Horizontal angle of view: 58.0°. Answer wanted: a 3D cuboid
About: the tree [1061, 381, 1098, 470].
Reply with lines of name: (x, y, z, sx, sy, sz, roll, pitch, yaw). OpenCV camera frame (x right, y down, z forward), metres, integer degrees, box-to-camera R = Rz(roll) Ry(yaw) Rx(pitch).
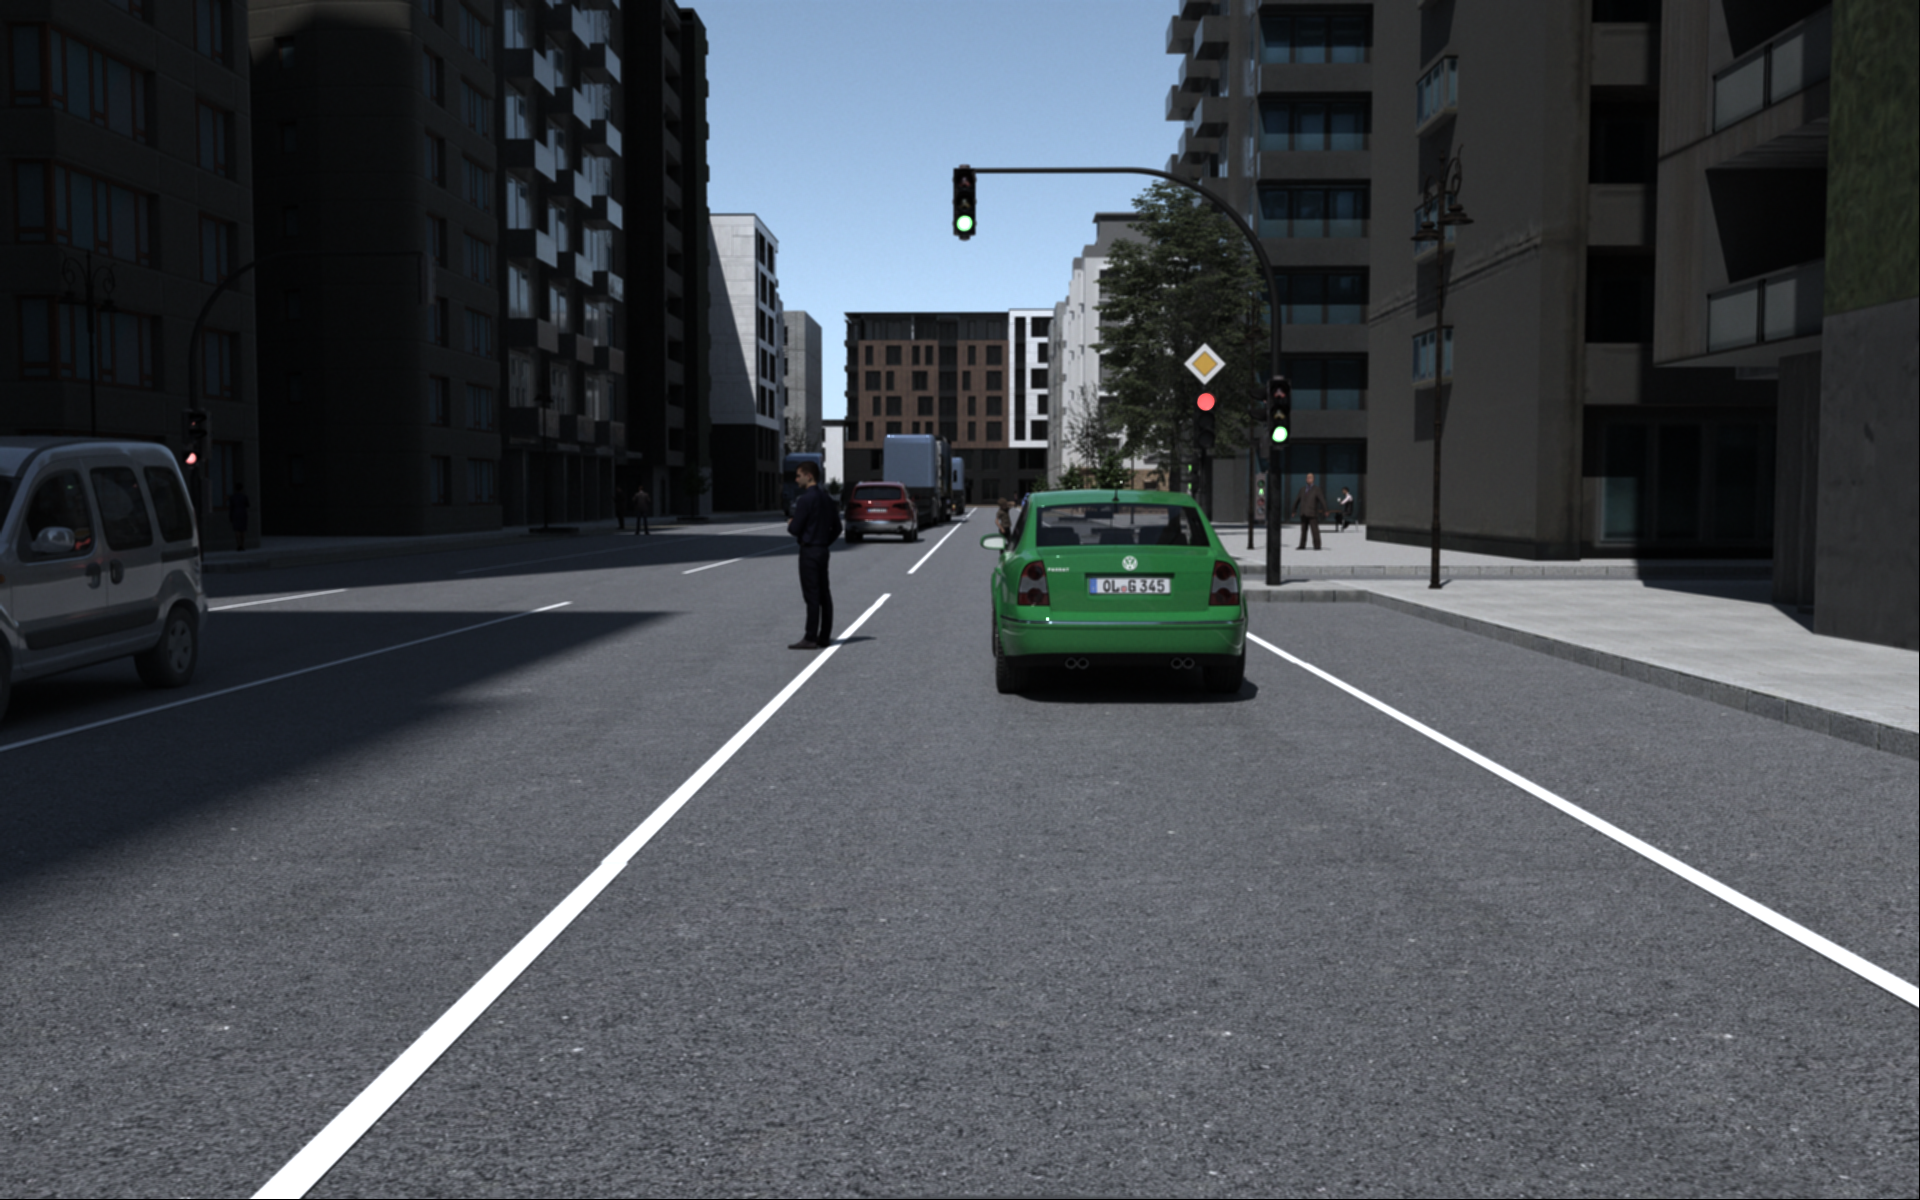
tree: (8.793, -9.864, 111.634, 4.360, 8.622, 3.978, 0, 3, 0)

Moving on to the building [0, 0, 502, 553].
building: (-30.258, -12.317, 46.423, 27.650, 21.520, 28.899, 0, 4, 1)

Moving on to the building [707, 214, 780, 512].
building: (-28.890, -17.159, 124.525, 27.936, 21.610, 32.646, 0, 4, 1)

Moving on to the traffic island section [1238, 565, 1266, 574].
traffic island section: (4.557, -0.616, 32.353, 2.009, 0.180, 2.903, 0, 4, 1)

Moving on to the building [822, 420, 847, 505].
building: (-27.054, -15.547, 196.344, 28.070, 9.664, 9.099, 0, 4, 1)

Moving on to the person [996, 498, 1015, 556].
person: (1.013, -1.515, 37.172, 0.340, 1.345, 0.435, 3, 5, 40)

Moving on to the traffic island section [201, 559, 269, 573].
traffic island section: (-14.401, -0.636, 32.686, 2.009, 0.180, 2.903, 0, 4, 1)

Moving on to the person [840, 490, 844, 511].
person: (-10.257, -8.679, 150.418, 0.705, 1.821, 1.348, 0, 4, 2)

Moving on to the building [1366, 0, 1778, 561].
building: (21.725, -25.597, 42.218, 21.600, 48.544, 21.300, 0, 4, 1)

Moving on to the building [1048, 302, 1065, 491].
building: (17.400, -18.426, 167.721, 16.747, 18.905, 31.486, 0, 4, 1)

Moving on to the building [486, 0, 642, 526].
building: (-27.563, -27.863, 75.162, 23.786, 49.044, 30.456, 0, 4, 1)

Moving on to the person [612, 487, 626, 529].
person: (-13.843, -3.737, 70.289, 0.565, 1.739, 0.600, 2, 4, 33)

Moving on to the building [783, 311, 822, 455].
building: (-30.531, -18.927, 175.911, 31.486, 18.905, 16.747, 0, 4, 1)

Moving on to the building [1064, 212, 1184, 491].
building: (15.791, -16.248, 122.073, 16.016, 20.091, 11.380, 0, 4, 1)

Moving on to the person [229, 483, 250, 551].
person: (-16.194, -1.866, 38.927, 0.453, 1.535, 0.546, -2, 4, -34)

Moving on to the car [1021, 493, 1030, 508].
car: (6.399, -8.856, 154.390, 1.945, 1.707, 3.694, 0, 4, 0)

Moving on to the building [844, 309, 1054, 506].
building: (3.468, -22.092, 205.172, 32.646, 21.610, 27.936, 0, 4, 1)

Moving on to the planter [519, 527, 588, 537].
planter: (-13.630, -2.277, 58.374, 1.991, 0.319, 1.994, 0, 4, 1)

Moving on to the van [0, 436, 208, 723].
van: (-6.578, -0.273, 11.468, 2.013, 2.044, 4.112, 0, 4, 0)

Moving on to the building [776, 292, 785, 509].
building: (-22.861, -17.738, 146.442, 16.016, 20.091, 11.380, 0, 4, 1)

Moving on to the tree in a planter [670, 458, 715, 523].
tree in a planter: (-13.150, -5.394, 85.410, 1.991, 3.239, 1.994, 0, 4, 1)

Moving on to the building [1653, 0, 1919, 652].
building: (14.874, -20.343, 16.197, 14.154, 41.232, 14.086, 0, 4, 1)

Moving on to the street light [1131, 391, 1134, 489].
street light: (7.284, -6.133, 73.067, 0.468, 5.910, 1.993, 0, 4, 1)

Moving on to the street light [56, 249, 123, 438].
street light: (-16.445, -3.674, 32.857, 0.468, 5.910, 1.993, 0, 4, 1)

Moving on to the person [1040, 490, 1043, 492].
person: (5.814, -7.018, 124.190, 0.756, 1.711, 0.436, 3, 5, 42)

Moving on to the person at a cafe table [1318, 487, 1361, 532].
person at a cafe table: (12.706, -3.060, 58.553, 1.622, 1.524, 1.698, 1, 4, 10)

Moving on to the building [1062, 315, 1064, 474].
building: (16.707, -17.691, 145.674, 16.016, 20.091, 11.380, 0, 4, 1)

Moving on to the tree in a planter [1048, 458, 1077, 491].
tree in a planter: (5.461, -5.324, 84.268, 1.991, 3.239, 1.994, 0, 4, 1)

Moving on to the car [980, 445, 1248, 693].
car: (1.148, -0.309, 13.856, 1.959, 1.807, 4.718, 0, 4, 0)

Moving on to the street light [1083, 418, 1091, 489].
street light: (7.802, -8.157, 106.157, 0.468, 5.910, 1.993, 0, 4, 1)

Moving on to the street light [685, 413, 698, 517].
street light: (-15.259, -7.693, 98.564, 0.468, 5.910, 1.993, 0, 4, 1)

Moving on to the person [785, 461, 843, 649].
person: (-1.418, -0.425, 16.152, 0.504, 1.737, 0.576, 1, 4, 18)

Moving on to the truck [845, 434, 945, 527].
truck: (-2.551, -5.046, 72.259, 2.967, 4.110, 18.799, 0, 4, 3)

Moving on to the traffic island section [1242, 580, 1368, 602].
traffic island section: (4.419, -0.128, 24.369, 2.009, 0.180, 2.903, 0, 4, 1)

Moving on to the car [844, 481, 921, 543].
car: (-2.356, -2.682, 52.518, 2.281, 1.827, 5.304, 0, 4, 1)

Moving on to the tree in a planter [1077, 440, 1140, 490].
tree in a planter: (4.985, -3.651, 56.919, 1.991, 3.239, 1.994, 0, 4, 1)

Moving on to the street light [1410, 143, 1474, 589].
street light: (6.450, -3.092, 23.337, 0.468, 5.910, 1.993, 0, 4, 1)

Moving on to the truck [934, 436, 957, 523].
truck: (-1.797, -6.100, 88.648, 2.839, 4.237, 11.283, 0, 4, 3)

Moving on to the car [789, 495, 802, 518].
car: (-9.032, -5.551, 103.123, 2.083, 1.381, 4.827, 0, 4, 2)

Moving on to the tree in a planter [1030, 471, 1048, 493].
tree in a planter: (6.323, -8.369, 134.063, 1.991, 3.239, 1.994, 0, 4, 1)

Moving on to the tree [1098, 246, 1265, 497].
tree: (7.057, -6.246, 52.488, 4.360, 8.622, 3.978, 0, 3, 0)

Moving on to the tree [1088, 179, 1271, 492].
tree: (8.083, -8.863, 63.031, 7.486, 12.596, 7.792, 0, 3, 0)

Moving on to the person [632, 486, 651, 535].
person: (-11.281, -3.186, 61.407, 0.655, 1.722, 0.431, 0, 4, -6)

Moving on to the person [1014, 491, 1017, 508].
person: (5.714, -10.143, 175.022, 0.721, 1.739, 1.217, 0, 4, 5)

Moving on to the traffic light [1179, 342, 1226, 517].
traffic light: (4.518, -2.649, 32.240, 0.839, 4.253, 0.868, 0, 4, 1)

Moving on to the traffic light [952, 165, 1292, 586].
traffic light: (2.286, -3.026, 24.151, 4.771, 5.953, 1.251, 0, 4, 1)

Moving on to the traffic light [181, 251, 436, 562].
traffic light: (-12.268, -3.540, 32.550, 4.771, 5.953, 1.251, 0, 4, 1)

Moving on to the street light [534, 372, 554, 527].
street light: (-15.806, -5.698, 65.943, 0.468, 5.910, 1.993, 0, 4, 1)

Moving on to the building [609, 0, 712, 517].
building: (-22.308, -19.982, 98.399, 14.160, 30.474, 14.107, 0, 4, 1)

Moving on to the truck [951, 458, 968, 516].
truck: (-1.130, -8.061, 121.548, 2.967, 4.110, 18.799, 0, 4, 2)

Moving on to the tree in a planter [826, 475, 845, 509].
tree in a planter: (-11.813, -10.123, 162.736, 1.991, 3.239, 1.994, 0, 4, 1)

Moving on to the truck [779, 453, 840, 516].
truck: (-10.061, -7.879, 118.580, 2.967, 4.110, 18.799, 0, 3, 0)

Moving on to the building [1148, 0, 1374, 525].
building: (21.814, -28.353, 83.172, 23.786, 49.044, 30.456, 0, 4, 1)

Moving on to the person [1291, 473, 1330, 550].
person: (8.040, -2.033, 39.827, 0.990, 1.755, 0.434, 3, 5, 44)

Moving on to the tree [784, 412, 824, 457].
tree: (-14.344, -12.528, 155.198, 4.360, 8.622, 3.978, 0, 3, 0)

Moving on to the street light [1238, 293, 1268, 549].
street light: (6.749, -4.113, 40.035, 0.468, 5.910, 1.993, 0, 4, 1)
